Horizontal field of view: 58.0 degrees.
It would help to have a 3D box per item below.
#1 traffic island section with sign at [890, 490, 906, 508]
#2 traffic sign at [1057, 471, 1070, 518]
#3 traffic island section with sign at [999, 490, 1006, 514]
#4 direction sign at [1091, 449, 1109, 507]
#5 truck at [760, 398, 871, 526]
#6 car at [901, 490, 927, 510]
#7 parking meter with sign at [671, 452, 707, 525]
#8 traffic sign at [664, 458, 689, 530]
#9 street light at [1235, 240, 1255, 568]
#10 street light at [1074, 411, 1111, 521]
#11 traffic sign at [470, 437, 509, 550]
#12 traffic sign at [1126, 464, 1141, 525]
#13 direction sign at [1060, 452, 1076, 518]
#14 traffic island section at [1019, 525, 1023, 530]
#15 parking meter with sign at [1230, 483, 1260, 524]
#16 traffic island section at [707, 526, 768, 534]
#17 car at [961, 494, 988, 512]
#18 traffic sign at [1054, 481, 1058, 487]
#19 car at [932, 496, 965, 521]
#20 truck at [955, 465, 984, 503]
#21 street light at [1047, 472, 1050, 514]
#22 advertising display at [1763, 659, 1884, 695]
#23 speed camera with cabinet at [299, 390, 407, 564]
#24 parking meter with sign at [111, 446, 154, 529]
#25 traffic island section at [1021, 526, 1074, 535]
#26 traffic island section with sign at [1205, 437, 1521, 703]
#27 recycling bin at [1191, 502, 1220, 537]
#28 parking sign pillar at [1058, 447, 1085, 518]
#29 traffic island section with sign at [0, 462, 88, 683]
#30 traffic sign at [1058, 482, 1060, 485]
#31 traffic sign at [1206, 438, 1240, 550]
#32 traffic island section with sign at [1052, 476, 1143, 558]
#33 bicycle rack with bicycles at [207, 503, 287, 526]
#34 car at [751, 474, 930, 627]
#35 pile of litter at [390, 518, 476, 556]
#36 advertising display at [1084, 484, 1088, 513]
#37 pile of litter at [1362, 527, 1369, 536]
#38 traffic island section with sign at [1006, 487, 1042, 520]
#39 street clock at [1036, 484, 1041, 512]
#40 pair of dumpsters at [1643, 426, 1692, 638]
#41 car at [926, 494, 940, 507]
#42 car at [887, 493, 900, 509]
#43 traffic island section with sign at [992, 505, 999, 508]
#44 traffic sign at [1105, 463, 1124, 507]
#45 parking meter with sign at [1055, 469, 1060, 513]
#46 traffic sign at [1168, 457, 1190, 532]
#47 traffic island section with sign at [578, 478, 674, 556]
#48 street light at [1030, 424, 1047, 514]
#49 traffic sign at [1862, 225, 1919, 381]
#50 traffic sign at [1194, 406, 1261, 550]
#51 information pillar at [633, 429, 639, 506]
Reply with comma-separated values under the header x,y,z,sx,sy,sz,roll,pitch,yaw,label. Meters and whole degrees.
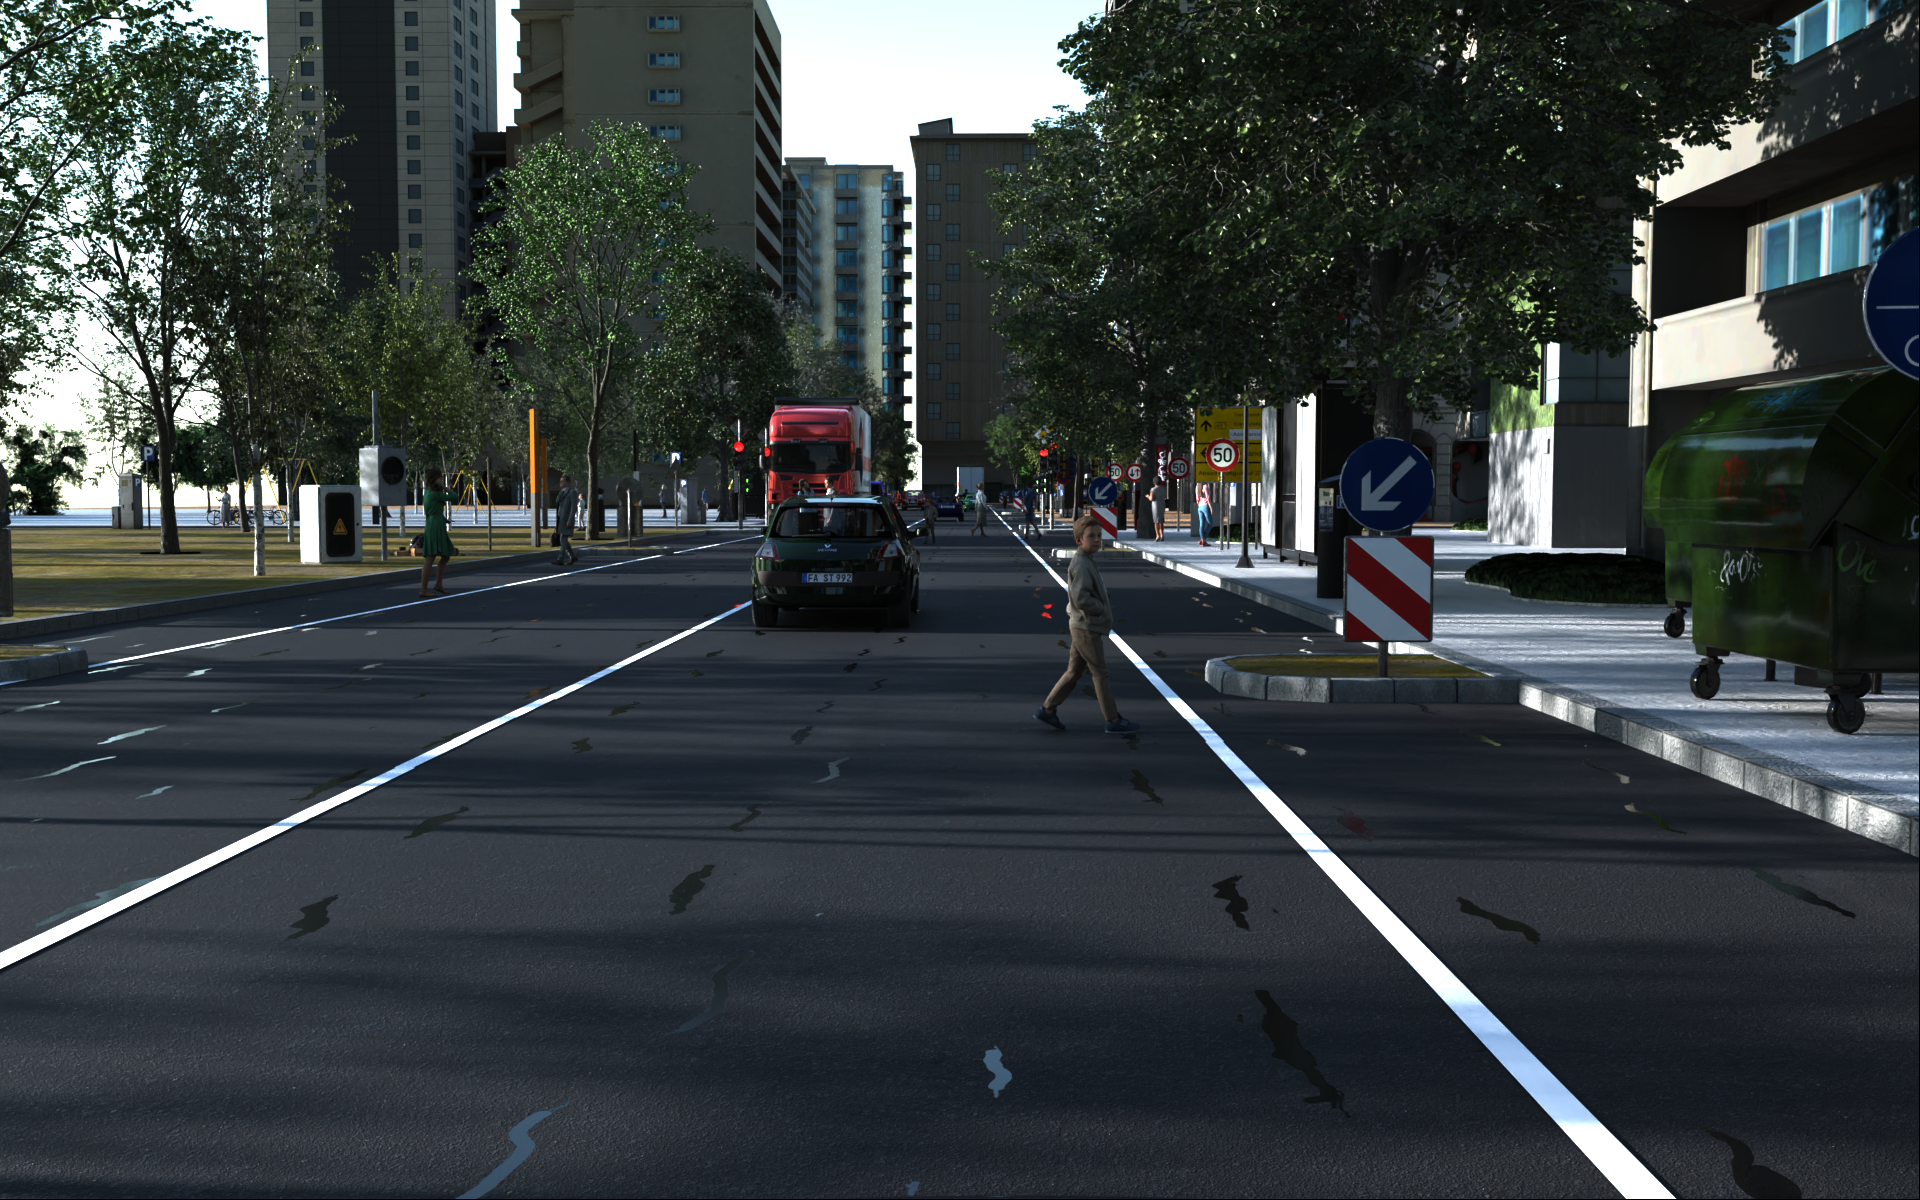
x,y,z,sx,sy,sz,roll,pitch,yaw,label
-6.573,-10.045,172.856,1.989,1.847,2.006,0,4,1,traffic island section with sign
5.602,-5.722,93.655,0.768,2.556,0.104,0,4,1,traffic sign
3.956,-6.981,122.767,1.989,1.847,2.006,0,4,1,traffic island section with sign
6.390,-5.327,79.089,0.876,3.537,0.379,2,4,34,direction sign
-4.177,-3.900,52.683,2.839,4.237,11.283,0,4,0,truck
-4.037,-8.826,152.979,2.281,1.827,5.304,0,4,2,car
-11.443,-4.710,73.270,0.543,3.016,1.738,2,4,32,parking meter with sign
-10.103,-3.773,61.693,0.884,2.594,0.081,0,4,2,traffic sign
4.426,-3.517,30.052,1.470,5.913,1.316,0,4,1,street light
4.837,-5.476,62.069,1.470,5.913,1.316,0,4,1,street light
-10.691,-2.406,39.341,0.884,2.594,0.081,0,4,2,traffic sign
7.294,-4.415,72.290,0.768,2.556,0.104,1,4,9,traffic sign
5.805,-6.188,93.166,0.876,3.537,0.379,0,4,-1,direction sign
3.435,-2.966,70.780,2.009,0.180,2.903,0,4,1,traffic island section
10.232,-4.078,62.935,1.738,3.016,0.543,-2,4,-23,parking meter with sign
-7.985,-2.485,62.912,2.009,0.180,2.903,0,4,1,traffic island section
1.164,-7.835,139.899,2.131,1.459,4.920,0,4,1,car
7.366,-7.836,128.117,0.884,2.594,0.081,1,4,10,traffic sign
-0.673,-4.889,92.522,1.945,1.354,3.894,0,4,-1,car
0.979,-11.132,170.914,2.839,4.237,11.283,0,4,-1,truck
4.969,-6.665,81.509,1.470,5.913,1.316,0,4,1,street light
5.728,-0.381,11.449,0.123,1.923,0.974,-1,4,-21,advertising display
-11.364,-2.333,32.473,0.660,3.252,2.038,2,4,31,speed camera with cabinet
-30.321,-4.105,63.382,1.738,3.016,0.543,1,4,22,parking meter with sign
3.356,-2.478,62.795,2.009,0.180,2.903,0,4,1,traffic island section
2.875,-0.257,12.836,1.989,1.847,2.006,0,4,1,traffic island section with sign
7.431,-2.430,52.290,0.722,1.027,0.722,2,4,34,recycling bin
6.136,-6.521,95.098,1.447,3.967,1.447,-2,4,-28,parking sign pillar
-8.149,-0.311,13.709,1.989,1.847,2.006,0,4,1,traffic island section with sign
6.588,-6.745,110.393,0.768,2.556,0.104,0,4,1,traffic sign
5.985,-2.411,39.521,0.768,2.556,0.104,0,4,6,traffic sign
3.131,-1.906,39.790,1.989,1.847,2.006,0,4,1,traffic island section with sign
-29.645,-3.552,71.461,2.925,0.926,2.852,0,4,0,bicycle rack with bicycles
-1.368,-0.628,20.048,2.009,1.686,4.222,0,4,0,car
-10.979,-1.352,36.073,1.719,0.858,1.176,1,4,18,pile of litter
7.961,-6.700,114.753,0.974,1.923,0.123,1,4,12,advertising display
6.797,-0.846,27.803,1.719,0.858,1.176,0,4,4,pile of litter
3.678,-5.324,95.679,1.989,1.847,2.006,0,4,1,traffic island section with sign
5.678,-7.362,124.944,0.358,2.002,0.471,0,4,3,street clock
6.889,-0.666,13.380,1.574,2.255,4.437,0,4,1,pair of dumpsters
-2.738,-10.691,184.588,2.009,1.686,4.222,0,4,-1,car
-4.155,-4.909,89.306,2.155,1.783,4.494,0,4,0,car
4.462,-10.058,173.079,1.989,1.847,2.006,0,4,1,traffic island section with sign
6.316,-4.324,70.803,0.768,2.556,0.104,0,4,5,traffic sign
7.031,-7.640,121.171,0.543,3.016,1.738,1,4,14,parking meter with sign
7.487,-3.620,59.300,0.768,2.556,0.104,0,4,2,traffic sign
-7.866,-1.983,41.050,1.989,1.847,2.006,0,4,1,traffic island section with sign
5.228,-8.623,113.528,1.470,5.913,1.316,0,4,1,street light
4.599,-0.491,8.130,0.768,2.556,0.104,0,4,8,traffic sign
6.533,-2.819,39.971,2.265,3.308,0.079,0,4,5,traffic sign
-11.741,-4.373,62.855,0.183,3.616,0.504,0,4,2,information pillar
